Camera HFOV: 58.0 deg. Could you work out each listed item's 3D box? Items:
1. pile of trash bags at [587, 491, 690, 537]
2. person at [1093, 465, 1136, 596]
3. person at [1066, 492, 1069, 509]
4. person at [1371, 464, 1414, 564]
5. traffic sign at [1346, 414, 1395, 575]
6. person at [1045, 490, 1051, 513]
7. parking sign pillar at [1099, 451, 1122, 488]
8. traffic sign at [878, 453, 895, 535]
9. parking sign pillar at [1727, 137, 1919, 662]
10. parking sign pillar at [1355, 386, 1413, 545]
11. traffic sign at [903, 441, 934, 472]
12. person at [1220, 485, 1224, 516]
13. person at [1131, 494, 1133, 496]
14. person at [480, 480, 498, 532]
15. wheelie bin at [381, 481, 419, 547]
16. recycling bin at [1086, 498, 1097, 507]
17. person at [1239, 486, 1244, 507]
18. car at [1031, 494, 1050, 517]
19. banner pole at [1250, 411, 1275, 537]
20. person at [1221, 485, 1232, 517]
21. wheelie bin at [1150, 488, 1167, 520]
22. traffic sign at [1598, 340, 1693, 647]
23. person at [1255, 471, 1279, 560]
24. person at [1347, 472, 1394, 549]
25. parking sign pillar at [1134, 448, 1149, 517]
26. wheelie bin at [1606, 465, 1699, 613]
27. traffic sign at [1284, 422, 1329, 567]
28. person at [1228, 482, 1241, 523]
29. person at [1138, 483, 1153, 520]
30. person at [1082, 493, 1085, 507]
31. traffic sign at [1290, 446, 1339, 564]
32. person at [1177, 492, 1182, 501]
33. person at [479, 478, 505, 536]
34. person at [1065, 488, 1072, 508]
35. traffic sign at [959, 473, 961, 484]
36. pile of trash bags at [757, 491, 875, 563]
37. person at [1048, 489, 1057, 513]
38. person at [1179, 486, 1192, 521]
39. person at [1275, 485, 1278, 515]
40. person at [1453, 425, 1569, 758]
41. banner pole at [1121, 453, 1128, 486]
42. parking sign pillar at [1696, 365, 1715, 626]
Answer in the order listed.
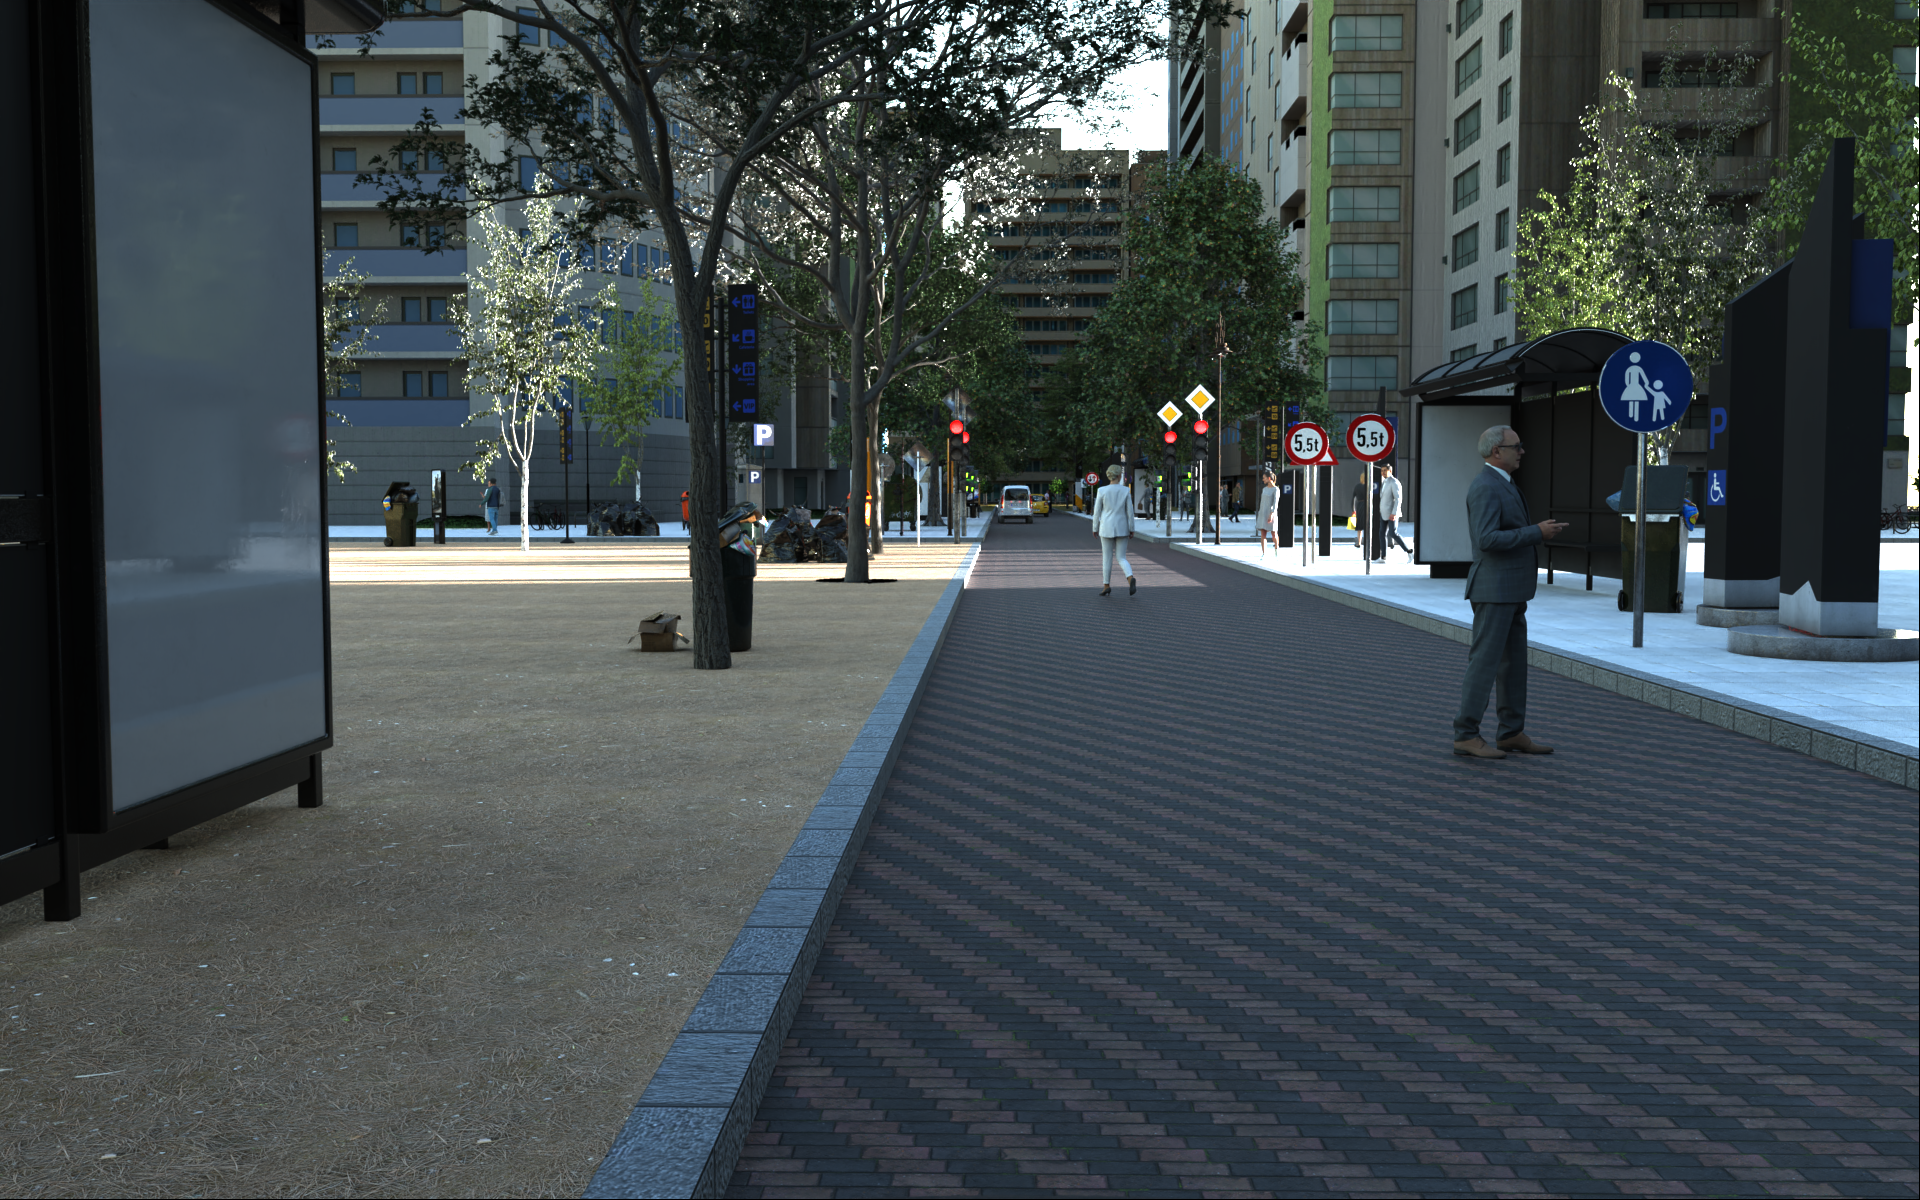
[{"bbox_3d":[-9.706,-2.660,53.250,3.447,1.369,1.912,-1,4,-16],"label":"pile of trash bags"},{"bbox_3d":[2.178,-0.965,24.152,0.514,1.842,0.818,-2,4,-23],"label":"person"},{"bbox_3d":[9.092,-8.471,147.774,0.599,1.433,0.991,0,4,2],"label":"person"},{"bbox_3d":[7.992,-1.593,31.938,0.795,1.843,0.661,-1,4,-9],"label":"person"},{"bbox_3d":[6.505,-1.676,27.517,0.768,2.556,0.104,1,4,9],"label":"traffic sign"},{"bbox_3d":[6.659,-7.461,131.427,0.436,1.711,0.756,-1,4,-20],"label":"person"},{"bbox_3d":[8.903,-6.968,102.396,1.447,3.967,1.447,-1,4,-23],"label":"parking sign pillar"},{"bbox_3d":[-2.409,-3.299,54.042,0.768,2.556,0.104,0,4,4],"label":"traffic sign"},{"bbox_3d":[6.950,-1.549,13.795,1.447,3.967,1.447,1,4,12],"label":"parking sign pillar"},{"bbox_3d":[10.804,-3.399,44.045,1.447,3.967,1.447,0,4,8],"label":"parking sign pillar"},{"bbox_3d":[-1.046,-2.629,42.709,0.795,2.593,0.064,0,4,7],"label":"traffic sign"},{"bbox_3d":[15.090,-5.739,100.075,0.583,1.804,0.606,-3,5,-40],"label":"person"},{"bbox_3d":[10.882,-6.267,108.317,0.447,1.846,0.655,1,4,21],"label":"person"},{"bbox_3d":[-15.738,-3.139,57.927,0.480,1.755,0.524,1,4,9],"label":"person"},{"bbox_3d":[-13.627,-2.104,42.313,0.693,1.594,0.980,1,4,20],"label":"wheelie bin"},{"bbox_3d":[8.421,-5.922,109.385,0.722,1.027,0.722,-1,4,-19],"label":"recycling bin"},{"bbox_3d":[18.541,-6.618,114.432,0.728,1.800,0.709,2,4,24],"label":"person"},{"bbox_3d":[4.704,-6.059,109.289,2.015,1.641,3.980,0,4,1],"label":"car"},{"bbox_3d":[9.142,-3.795,52.065,0.863,3.779,0.401,-1,4,-23],"label":"banner pole"},{"bbox_3d":[14.846,-5.513,96.348,0.590,1.801,0.661,1,4,9],"label":"person"},{"bbox_3d":[9.846,-4.740,85.406,0.980,1.594,0.693,1,4,8],"label":"wheelie bin"},{"bbox_3d":[5.684,-0.877,14.445,0.768,2.556,0.104,0,4,3],"label":"traffic sign"},{"bbox_3d":[6.035,-1.655,33.845,0.466,1.731,0.760,2,4,25],"label":"person"},{"bbox_3d":[9.671,-2.117,40.868,0.699,1.804,1.509,0,4,-6],"label":"person"},{"bbox_3d":[10.349,-6.675,97.609,1.447,3.967,1.447,1,4,14],"label":"parking sign pillar"},{"bbox_3d":[7.576,-0.676,18.956,0.980,1.594,0.693,2,4,32],"label":"wheelie bin"},{"bbox_3d":[6.110,-1.866,30.608,0.768,2.556,0.104,1,4,9],"label":"traffic sign"},{"bbox_3d":[12.456,-4.417,78.179,0.836,1.842,0.656,-3,4,-38],"label":"person"},{"bbox_3d":[9.318,-4.905,86.366,0.709,1.813,0.853,-3,5,-43],"label":"person"},{"bbox_3d":[12.056,-9.872,170.702,1.065,1.426,0.557,1,4,22],"label":"person"},{"bbox_3d":[6.523,-1.953,31.929,0.884,2.594,0.081,1,4,11],"label":"traffic sign"},{"bbox_3d":[16.773,-7.524,132.277,0.599,1.433,0.991,-1,4,-14],"label":"person"},{"bbox_3d":[-14.375,-2.874,53.374,0.721,1.781,0.623,1,4,20],"label":"person"},{"bbox_3d":[9.775,-9.213,156.675,0.705,1.824,1.348,-1,4,-23],"label":"person"},{"bbox_3d":[0.183,-5.797,94.895,0.768,2.556,0.104,1,4,11],"label":"traffic sign"},{"bbox_3d":[-2.507,-1.460,33.621,1.912,1.369,3.447,1,4,18],"label":"pile of trash bags"},{"bbox_3d":[6.862,-7.601,132.916,1.348,1.807,0.705,-2,4,-25],"label":"person"},{"bbox_3d":[10.700,-4.641,82.106,0.537,1.800,0.526,3,5,39],"label":"person"},{"bbox_3d":[18.392,-5.797,101.097,0.520,1.790,0.573,2,4,32],"label":"person"},{"bbox_3d":[3.011,-0.046,9.427,0.590,1.801,0.661,2,4,25],"label":"person"},{"bbox_3d":[8.898,-6.331,93.522,0.401,3.779,0.863,3,5,39],"label":"banner pole"},{"bbox_3d":[7.969,-1.732,16.785,1.447,3.967,1.447,0,4,-5],"label":"parking sign pillar"}]
